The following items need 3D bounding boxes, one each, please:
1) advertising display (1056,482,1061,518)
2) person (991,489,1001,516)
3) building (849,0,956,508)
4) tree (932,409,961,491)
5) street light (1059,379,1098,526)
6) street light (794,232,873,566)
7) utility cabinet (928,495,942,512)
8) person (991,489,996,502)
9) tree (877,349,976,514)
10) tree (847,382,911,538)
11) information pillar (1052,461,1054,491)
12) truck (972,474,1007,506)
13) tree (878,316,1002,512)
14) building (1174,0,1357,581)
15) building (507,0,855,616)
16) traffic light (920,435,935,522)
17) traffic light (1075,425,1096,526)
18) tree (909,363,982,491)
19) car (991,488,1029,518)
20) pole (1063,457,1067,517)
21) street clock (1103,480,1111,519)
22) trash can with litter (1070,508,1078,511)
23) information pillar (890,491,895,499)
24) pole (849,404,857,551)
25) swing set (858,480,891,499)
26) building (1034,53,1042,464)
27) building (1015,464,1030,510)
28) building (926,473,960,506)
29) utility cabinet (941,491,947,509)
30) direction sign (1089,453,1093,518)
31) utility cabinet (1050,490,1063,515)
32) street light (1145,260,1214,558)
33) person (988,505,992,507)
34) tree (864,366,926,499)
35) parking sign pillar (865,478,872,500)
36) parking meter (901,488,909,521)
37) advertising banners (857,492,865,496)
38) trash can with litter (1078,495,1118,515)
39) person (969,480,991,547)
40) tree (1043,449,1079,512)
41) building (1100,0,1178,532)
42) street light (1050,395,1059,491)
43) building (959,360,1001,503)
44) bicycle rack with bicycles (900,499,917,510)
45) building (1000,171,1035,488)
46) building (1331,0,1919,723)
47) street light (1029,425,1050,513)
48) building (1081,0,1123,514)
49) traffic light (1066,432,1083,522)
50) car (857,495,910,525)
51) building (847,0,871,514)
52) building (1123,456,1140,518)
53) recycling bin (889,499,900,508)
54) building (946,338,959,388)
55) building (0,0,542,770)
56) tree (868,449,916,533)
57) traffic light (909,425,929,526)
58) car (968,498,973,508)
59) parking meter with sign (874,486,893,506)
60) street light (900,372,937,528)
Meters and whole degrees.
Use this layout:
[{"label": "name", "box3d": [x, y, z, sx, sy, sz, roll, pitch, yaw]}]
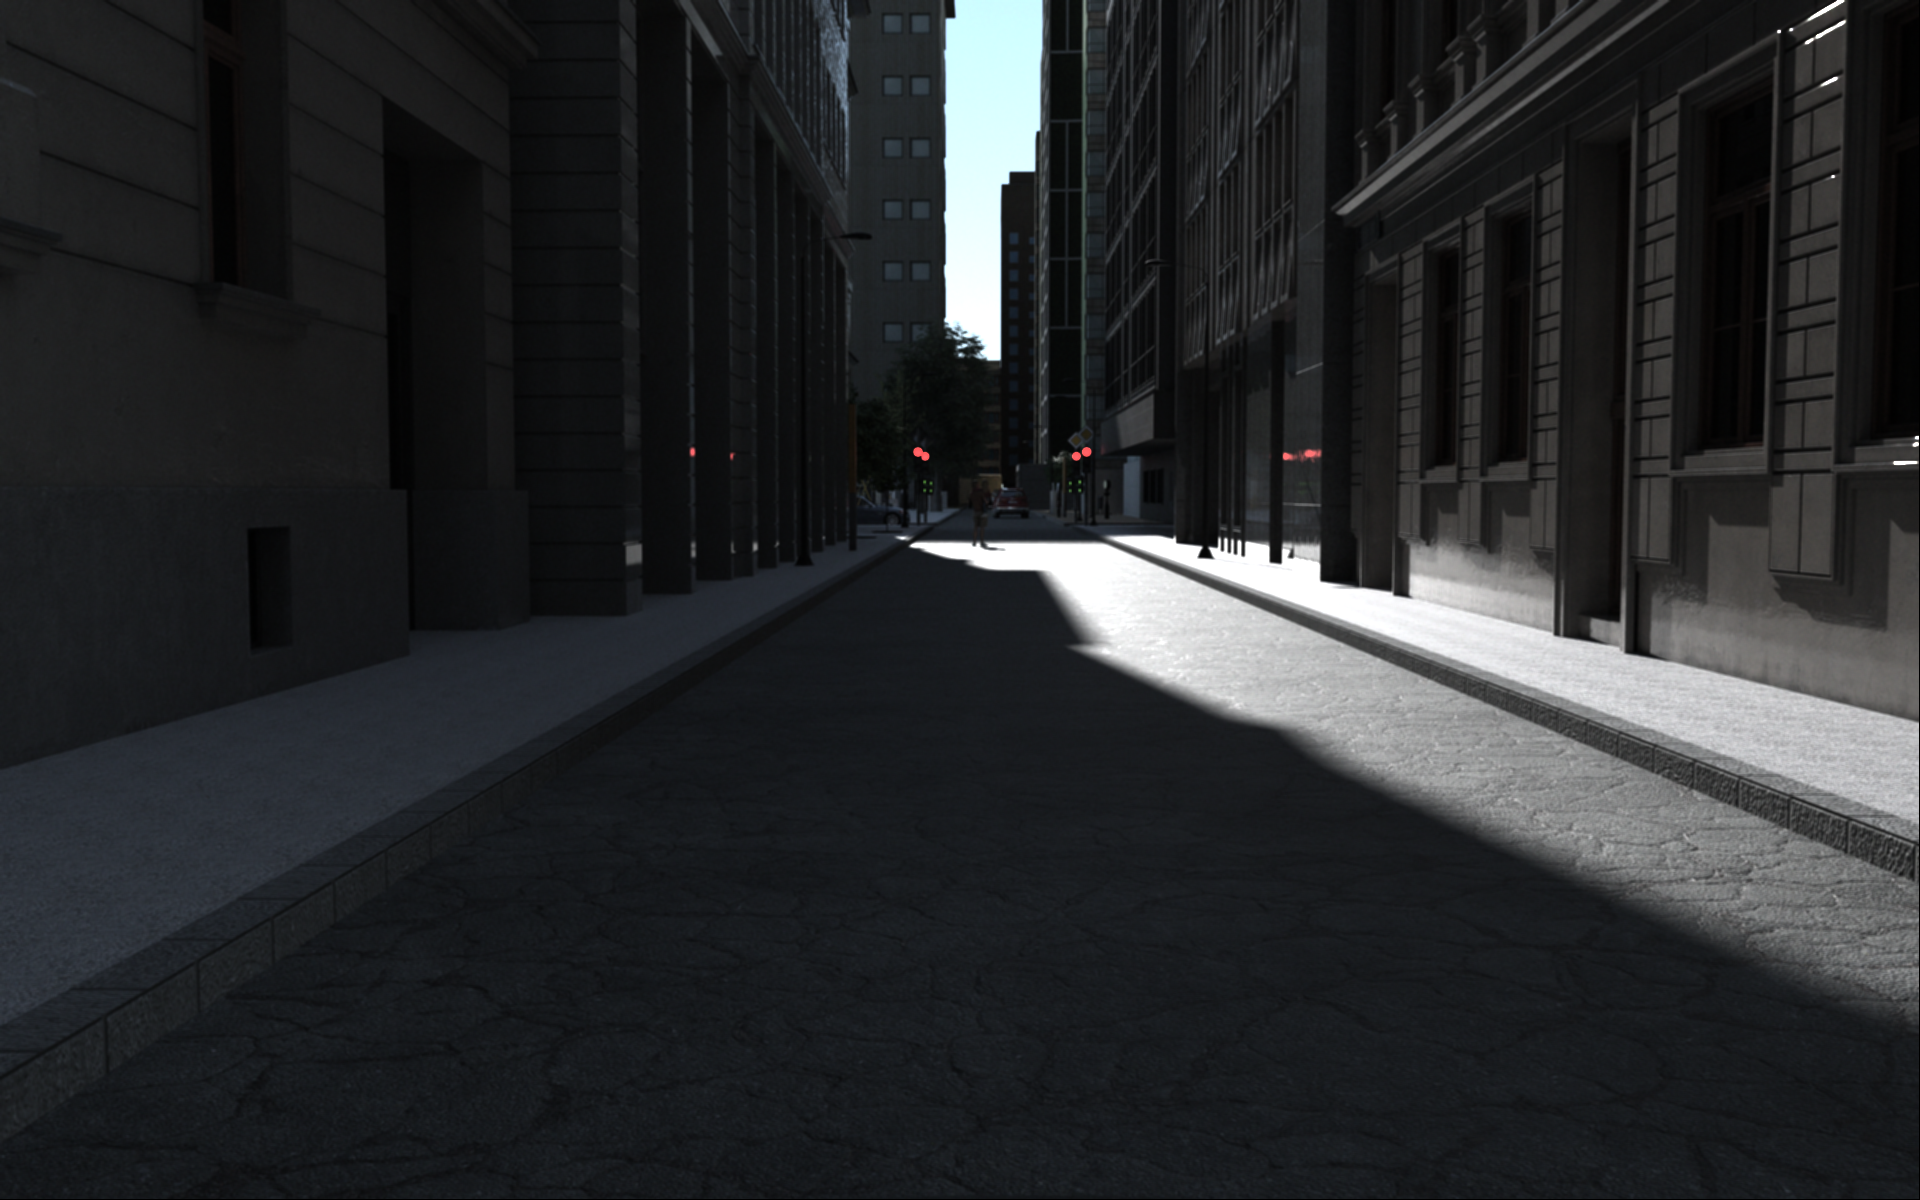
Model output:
[{"label": "advertising display", "box3d": [5.420, -5.487, 94.924, 0.123, 1.923, 0.974, 0, 4, -5]}, {"label": "person", "box3d": [2.375, -6.311, 112.437, 0.760, 1.731, 0.466, -3, 5, -41]}, {"label": "building", "box3d": [-14.975, -35.309, 166.533, 28.713, 52.752, 27.495, 0, 4, 1]}, {"label": "tree", "box3d": [-1.415, -11.300, 135.116, 4.360, 8.622, 3.978, 0, 3, 0]}, {"label": "street light", "box3d": [4.859, -5.949, 69.800, 1.470, 5.913, 1.316, 0, 4, 1]}, {"label": "street light", "box3d": [-2.254, -3.569, 30.889, 1.470, 5.913, 1.316, 0, 4, 1]}, {"label": "utility cabinet", "box3d": [-1.806, -7.070, 126.748, 1.020, 1.237, 0.306, -2, 4, -28]}, {"label": "person", "box3d": [3.063, -8.861, 153.259, 0.514, 1.842, 0.818, -1, 4, -16]}, {"label": "tree", "box3d": [-2.699, -10.885, 112.377, 8.767, 10.594, 7.601, 3, 4, 37]}, {"label": "tree", "box3d": [-3.106, -4.083, 50.476, 4.285, 4.588, 4.351, 0, 3, 0]}, {"label": "information pillar", "box3d": [6.656, -8.095, 123.708, 0.183, 3.616, 0.504, 1, 4, 9]}, {"label": "truck", "box3d": [2.759, -10.553, 168.469, 3.469, 3.379, 9.791, 0, 4, 2]}, {"label": "tree", "box3d": [-1.548, -13.385, 125.500, 9.857, 13.997, 8.962, 0, 3, 0]}, {"label": "building", "box3d": [11.443, -13.239, 34.483, 12.078, 24.808, 19.932, 0, 4, 1]}, {"label": "building", "box3d": [-8.658, -15.571, 32.082, 11.434, 29.767, 29.804, 0, 4, 1]}, {"label": "traffic light", "box3d": [-1.546, -5.462, 78.217, 0.839, 4.253, 0.868, 0, 4, 1]}, {"label": "traffic light", "box3d": [5.091, -4.968, 70.145, 0.839, 4.253, 0.868, 0, 4, 1]}, {"label": "tree", "box3d": [-1.213, -14.070, 148.172, 7.486, 12.596, 7.792, 0, 3, 0]}, {"label": "car", "box3d": [3.038, -5.824, 103.891, 2.281, 1.827, 5.304, 0, 4, -1]}, {"label": "pole", "box3d": [5.800, -6.250, 96.025, 0.158, 3.312, 0.155, 0, 3, 0]}, {"label": "street clock", "box3d": [7.565, -5.175, 89.181, 0.358, 2.002, 0.471, -1, 4, -19]}, {"label": "trash can with litter", "box3d": [9.379, -7.400, 132.041, 2.233, 1.210, 1.678, 2, 4, 27]}, {"label": "information pillar", "box3d": [-4.134, -7.054, 106.692, 0.183, 3.616, 0.504, -2, 4, -35]}, {"label": "pole", "box3d": [-2.432, -2.780, 39.295, 0.158, 3.312, 0.155, 0, 3, 0]}, {"label": "swing set", "box3d": [-7.689, -9.398, 151.271, 2.862, 2.851, 3.119, 1, 4, 18]}, {"label": "building", "box3d": [14.463, -29.335, 163.217, 14.154, 41.232, 14.086, 0, 4, 1]}, {"label": "building", "box3d": [15.032, -43.012, 141.497, 20.563, 71.187, 20.611, 0, 4, 1]}, {"label": "building", "box3d": [-10.389, -46.003, 190.403, 20.563, 71.187, 20.611, 0, 4, 1]}, {"label": "utility cabinet", "box3d": [-1.655, -8.368, 145.501, 1.173, 1.500, 0.318, 0, 4, 4]}, {"label": "direction sign", "box3d": [7.213, -6.289, 94.820, 0.379, 3.537, 0.876, 0, 4, -3]}, {"label": "utility cabinet", "box3d": [6.038, -5.998, 106.753, 0.318, 1.500, 1.173, 3, 5, 45]}, {"label": "street light", "box3d": [4.372, -3.791, 34.517, 1.470, 5.913, 1.316, 0, 4, 1]}, {"label": "person", "box3d": [3.181, -10.863, 185.978, 0.709, 1.838, 0.599, 0, 4, -4]}, {"label": "tree", "box3d": [-3.982, -9.172, 100.332, 4.737, 8.622, 4.395, 0, 3, 0]}, {"label": "parking sign pillar", "box3d": [-7.321, -9.183, 138.612, 1.447, 3.967, 1.447, 0, 4, 2]}, {"label": "parking meter", "box3d": [-2.688, -4.792, 84.067, 0.255, 1.863, 0.399, -2, 4, -30]}, {"label": "advertising banners", "box3d": [-8.503, -9.152, 145.815, 2.074, 3.025, 0.090, 3, 5, 40]}, {"label": "trash can with litter", "box3d": [8.845, -5.886, 107.289, 1.678, 1.210, 2.233, -2, 4, -35]}, {"label": "person", "box3d": [0.572, -2.381, 47.407, 0.580, 1.828, 0.573, -1, 4, -11]}, {"label": "tree", "box3d": [7.739, -8.763, 126.991, 4.285, 4.588, 4.351, 0, 3, 0]}, {"label": "building", "box3d": [12.549, -16.126, 57.168, 14.314, 27.812, 24.014, 0, 4, 1]}, {"label": "street light", "box3d": [5.096, -6.659, 81.423, 1.470, 5.913, 1.316, 0, 4, 1]}, {"label": "building", "box3d": [-8.634, -24.827, 250.956, 28.899, 21.520, 27.650, 0, 4, 1]}, {"label": "bicycle rack with bicycles", "box3d": [-4.174, -7.583, 137.365, 2.925, 0.926, 2.852, 1, 4, 9]}, {"label": "building", "box3d": [12.808, -36.270, 243.122, 14.200, 45.320, 14.600, 0, 4, 1]}, {"label": "building", "box3d": [10.417, -10.881, 14.060, 11.583, 22.565, 21.152, 0, 4, 1]}, {"label": "street light", "box3d": [5.631, -8.849, 117.219, 1.470, 5.913, 1.316, 0, 4, 1]}, {"label": "building", "box3d": [15.013, -26.367, 114.701, 14.154, 41.232, 14.086, 0, 4, 1]}, {"label": "traffic light", "box3d": [5.215, -5.456, 78.129, 0.839, 4.253, 0.868, 0, 4, 1]}, {"label": "car", "box3d": [-4.382, -3.836, 74.724, 4.499, 1.417, 2.014, 0, 3, 0]}, {"label": "building", "box3d": [-18.746, -14.032, 62.704, 30.059, 22.955, 16.112, 0, 4, 1]}, {"label": "building", "box3d": [21.912, -30.570, 89.059, 27.495, 52.752, 28.713, 0, 4, 1]}, {"label": "recycling bin", "box3d": [-3.546, -4.782, 90.747, 0.722, 1.027, 0.722, 0, 4, 6]}, {"label": "building", "box3d": [-15.118, -22.688, 215.993, 28.899, 21.520, 27.650, 0, 4, 1]}, {"label": "building", "box3d": [-10.701, -13.341, 5.518, 14.401, 28.519, 23.554, 0, 4, 1]}, {"label": "tree", "box3d": [-2.514, -3.839, 57.376, 1.663, 3.219, 1.824, 0, 3, 0]}, {"label": "traffic light", "box3d": [-1.669, -4.973, 70.233, 0.839, 4.253, 0.868, 0, 4, 1]}, {"label": "car", "box3d": [1.841, -10.182, 178.275, 2.131, 1.459, 4.920, 0, 3, 0]}, {"label": "parking meter with sign", "box3d": [-3.602, -5.111, 79.831, 0.543, 3.016, 1.738, -2, 4, -27]}, {"label": "street light", "box3d": [-1.572, -5.726, 66.169, 1.470, 5.913, 1.316, 0, 4, 1]}]
